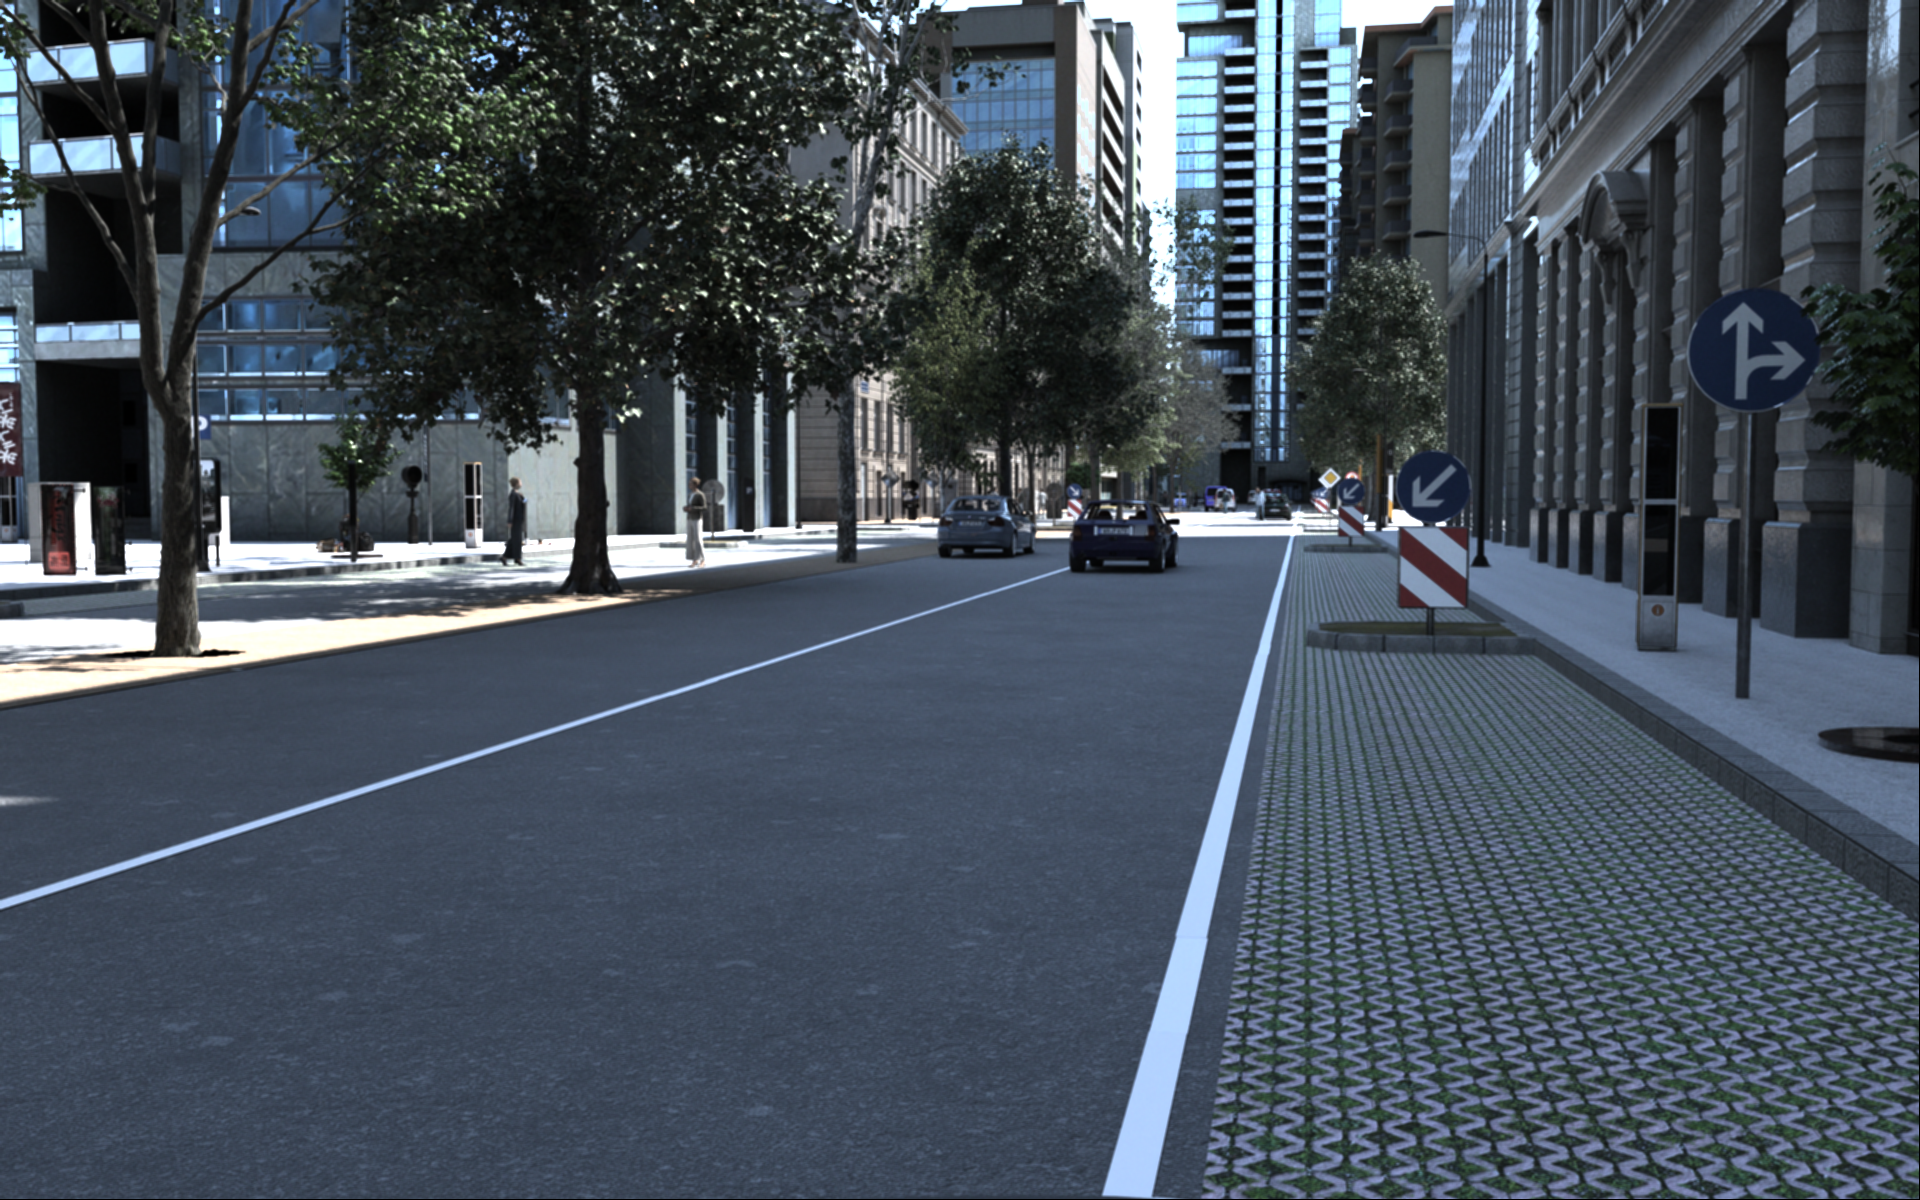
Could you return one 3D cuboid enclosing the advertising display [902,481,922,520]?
[{"bbox_3d":[-2.359,-4.861,84.693,0.974,1.923,0.123,1,4,8],"label":"advertising display"}]

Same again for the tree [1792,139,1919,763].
[{"bbox_3d":[5.000,-0.852,8.530,1.663,3.219,1.824,0,3,0],"label":"tree"}]

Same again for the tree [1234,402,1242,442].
[{"bbox_3d":[12.956,-12.355,114.824,12.009,13.543,11.850,0,3,0],"label":"tree"}]

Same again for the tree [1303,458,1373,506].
[{"bbox_3d":[32.158,-13.820,144.083,7.486,12.596,7.792,0,3,0],"label":"tree"}]

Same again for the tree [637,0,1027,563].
[{"bbox_3d":[-3.386,-10.899,36.547,12.611,20.169,13.585,0,3,0],"label":"tree"}]

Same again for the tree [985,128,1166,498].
[{"bbox_3d":[1.438,-8.233,54.078,9.611,12.733,9.660,0,3,0],"label":"tree"}]

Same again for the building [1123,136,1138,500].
[{"bbox_3d":[12.080,-31.207,193.823,14.154,41.232,14.086,1,4,11],"label":"building"}]

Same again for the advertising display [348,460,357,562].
[{"bbox_3d":[-11.535,-1.693,32.897,0.123,1.923,0.974,-1,4,-19],"label":"advertising display"}]

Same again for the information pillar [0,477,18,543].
[{"bbox_3d":[-24.911,-2.498,45.329,0.304,2.012,0.304,0,4,-1],"label":"information pillar"}]

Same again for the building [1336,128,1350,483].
[{"bbox_3d":[55.398,-33.529,202.824,22.147,44.769,28.867,1,4,11],"label":"building"}]

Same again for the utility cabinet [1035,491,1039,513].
[{"bbox_3d":[5.002,-6.719,118.529,0.318,1.500,1.173,2,4,33],"label":"utility cabinet"}]

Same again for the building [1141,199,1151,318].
[{"bbox_3d":[19.018,-34.143,241.831,14.086,41.232,14.154,1,4,11],"label":"building"}]

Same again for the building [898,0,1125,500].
[{"bbox_3d":[4.986,-33.831,176.845,21.300,48.544,21.600,1,4,11],"label":"building"}]

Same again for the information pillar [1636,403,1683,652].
[{"bbox_3d":[5.723,-0.593,14.184,0.304,2.012,0.304,1,4,18],"label":"information pillar"}]

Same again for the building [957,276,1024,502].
[{"bbox_3d":[-2.016,-15.138,112.142,10.561,19.102,19.286,1,4,11],"label":"building"}]

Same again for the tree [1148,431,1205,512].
[{"bbox_3d":[17.309,-11.191,135.793,4.737,8.622,4.395,0,3,0],"label":"tree"}]

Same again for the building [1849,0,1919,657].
[{"bbox_3d":[10.986,-9.178,4.805,10.420,20.320,16.860,1,4,11],"label":"building"}]

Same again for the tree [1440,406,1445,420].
[{"bbox_3d":[32.004,-10.163,116.526,4.360,8.622,3.978,0,3,0],"label":"tree"}]

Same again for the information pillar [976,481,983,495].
[{"bbox_3d":[1.060,-5.669,97.188,0.304,2.012,0.304,0,4,4],"label":"information pillar"}]

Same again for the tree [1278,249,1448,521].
[{"bbox_3d":[19.618,-10.040,81.157,9.611,12.733,9.660,0,3,0],"label":"tree"}]

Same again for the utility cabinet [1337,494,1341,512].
[{"bbox_3d":[26.909,-6.992,123.005,0.318,1.500,1.173,1,4,12],"label":"utility cabinet"}]

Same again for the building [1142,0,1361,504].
[{"bbox_3d":[41.932,-56.725,240.121,31.000,86.520,22.319,1,4,11],"label":"building"}]

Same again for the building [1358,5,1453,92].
[{"bbox_3d":[47.860,-30.899,159.824,22.147,44.769,28.867,1,4,11],"label":"building"}]

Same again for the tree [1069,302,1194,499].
[{"bbox_3d":[8.356,-10.423,91.008,7.486,12.596,7.792,0,3,0],"label":"tree"}]

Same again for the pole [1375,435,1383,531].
[{"bbox_3d":[14.391,-4.012,59.443,0.158,3.312,0.155,0,3,0],"label":"pole"}]

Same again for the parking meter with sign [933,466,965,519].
[{"bbox_3d":[-0.536,-5.774,90.666,1.738,3.016,0.543,-1,4,-22],"label":"parking meter with sign"}]

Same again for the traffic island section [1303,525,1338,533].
[{"bbox_3d":[13.905,-2.612,64.983,2.009,0.180,2.903,1,4,11],"label":"traffic island section"}]

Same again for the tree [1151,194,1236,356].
[{"bbox_3d":[9.503,-14.918,102.256,12.611,20.169,13.585,0,3,0],"label":"tree"}]

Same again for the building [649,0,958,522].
[{"bbox_3d":[-7.922,-17.933,90.473,12.463,27.353,25.104,1,4,11],"label":"building"}]

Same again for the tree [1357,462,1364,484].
[{"bbox_3d":[29.757,-10.856,127.859,4.360,8.622,3.978,0,3,0],"label":"tree"}]

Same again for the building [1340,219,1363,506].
[{"bbox_3d":[47.252,-25.110,182.242,14.160,30.474,14.107,1,4,11],"label":"building"}]

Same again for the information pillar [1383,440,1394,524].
[{"bbox_3d":[18.381,-5.078,74.380,0.504,3.616,0.183,-1,4,-9],"label":"information pillar"}]

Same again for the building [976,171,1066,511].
[{"bbox_3d":[1.020,-20.622,134.430,12.463,27.353,25.104,1,4,11],"label":"building"}]

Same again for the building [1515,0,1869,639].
[{"bbox_3d":[13.931,-11.864,22.850,11.050,23.489,19.941,1,4,11],"label":"building"}]

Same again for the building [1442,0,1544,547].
[{"bbox_3d":[20.073,-16.469,46.753,11.434,29.767,29.804,1,4,11],"label":"building"}]

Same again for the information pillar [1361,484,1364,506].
[{"bbox_3d":[28.079,-7.148,121.367,0.304,2.012,0.304,2,4,33],"label":"information pillar"}]

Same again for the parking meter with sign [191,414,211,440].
[{"bbox_3d":[-17.063,-2.596,38.698,0.543,3.016,1.738,-2,4,-27],"label":"parking meter with sign"}]

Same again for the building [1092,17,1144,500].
[{"bbox_3d":[8.164,-41.207,215.740,28.212,58.520,21.231,1,4,11],"label":"building"}]

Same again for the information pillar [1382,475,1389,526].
[{"bbox_3d":[16.007,-3.723,65.359,0.304,2.012,0.304,0,4,8],"label":"information pillar"}]

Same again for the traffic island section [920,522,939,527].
[{"bbox_3d":[-1.213,-3.292,76.108,2.009,0.180,2.903,1,4,11],"label":"traffic island section"}]

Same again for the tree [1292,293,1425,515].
[{"bbox_3d":[25.324,-12.288,107.564,9.857,13.997,8.962,0,3,0],"label":"tree"}]

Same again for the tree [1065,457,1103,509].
[{"bbox_3d":[10.588,-10.049,148.015,4.285,4.588,4.351,0,3,0],"label":"tree"}]

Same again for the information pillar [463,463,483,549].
[{"bbox_3d":[-11.394,-2.204,40.530,0.304,2.012,0.304,1,4,15],"label":"information pillar"}]

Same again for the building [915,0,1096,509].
[{"bbox_3d":[4.646,-31.077,158.227,14.600,45.320,14.200,1,4,11],"label":"building"}]

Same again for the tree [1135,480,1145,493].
[{"bbox_3d":[21.331,-12.792,203.753,1.663,3.219,1.824,0,3,0],"label":"tree"}]

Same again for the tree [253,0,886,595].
[{"bbox_3d":[-5.294,-6.439,24.748,9.611,12.733,9.660,0,3,0],"label":"tree"}]

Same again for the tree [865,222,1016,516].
[{"bbox_3d":[-0.444,-5.653,45.246,4.737,8.622,4.395,0,3,0],"label":"tree"}]

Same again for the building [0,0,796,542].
[{"bbox_3d":[-23.697,-45.468,56.067,31.000,86.520,22.319,1,4,11],"label":"building"}]

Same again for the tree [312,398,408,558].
[{"bbox_3d":[-12.320,-2.475,35.071,1.663,3.219,1.824,0,3,0],"label":"tree"}]

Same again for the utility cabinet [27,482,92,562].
[{"bbox_3d":[-16.937,-1.462,32.586,0.318,1.500,1.173,1,4,19],"label":"utility cabinet"}]

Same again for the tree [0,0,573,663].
[{"bbox_3d":[-6.811,-5.294,14.763,9.928,11.665,9.643,0,3,0],"label":"tree"}]

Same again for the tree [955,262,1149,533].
[{"bbox_3d":[2.736,-7.699,62.745,8.767,10.594,7.601,1,4,11],"label":"tree"}]

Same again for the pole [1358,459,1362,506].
[{"bbox_3d":[22.777,-6.412,98.673,0.158,3.312,0.155,0,3,0],"label":"pole"}]

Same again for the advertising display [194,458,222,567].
[{"bbox_3d":[-13.555,-1.564,30.782,0.974,1.923,0.123,1,4,20],"label":"advertising display"}]

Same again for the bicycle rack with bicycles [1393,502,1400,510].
[{"bbox_3d":[35.050,-7.622,137.995,2.852,0.926,2.925,-3,5,-40],"label":"bicycle rack with bicycles"}]

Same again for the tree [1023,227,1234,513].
[{"bbox_3d":[6.140,-10.190,79.438,12.009,13.543,11.850,0,3,0],"label":"tree"}]

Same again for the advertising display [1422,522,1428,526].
[{"bbox_3d":[11.068,-2.192,41.057,0.123,1.923,0.974,1,4,22],"label":"advertising display"}]

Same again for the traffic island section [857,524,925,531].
[{"bbox_3d":[-2.763,-2.813,68.275,2.009,0.180,2.903,1,4,11],"label":"traffic island section"}]

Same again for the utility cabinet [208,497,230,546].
[{"bbox_3d":[-18.431,-1.949,43.031,0.306,1.237,1.020,-1,4,-10],"label":"utility cabinet"}]
